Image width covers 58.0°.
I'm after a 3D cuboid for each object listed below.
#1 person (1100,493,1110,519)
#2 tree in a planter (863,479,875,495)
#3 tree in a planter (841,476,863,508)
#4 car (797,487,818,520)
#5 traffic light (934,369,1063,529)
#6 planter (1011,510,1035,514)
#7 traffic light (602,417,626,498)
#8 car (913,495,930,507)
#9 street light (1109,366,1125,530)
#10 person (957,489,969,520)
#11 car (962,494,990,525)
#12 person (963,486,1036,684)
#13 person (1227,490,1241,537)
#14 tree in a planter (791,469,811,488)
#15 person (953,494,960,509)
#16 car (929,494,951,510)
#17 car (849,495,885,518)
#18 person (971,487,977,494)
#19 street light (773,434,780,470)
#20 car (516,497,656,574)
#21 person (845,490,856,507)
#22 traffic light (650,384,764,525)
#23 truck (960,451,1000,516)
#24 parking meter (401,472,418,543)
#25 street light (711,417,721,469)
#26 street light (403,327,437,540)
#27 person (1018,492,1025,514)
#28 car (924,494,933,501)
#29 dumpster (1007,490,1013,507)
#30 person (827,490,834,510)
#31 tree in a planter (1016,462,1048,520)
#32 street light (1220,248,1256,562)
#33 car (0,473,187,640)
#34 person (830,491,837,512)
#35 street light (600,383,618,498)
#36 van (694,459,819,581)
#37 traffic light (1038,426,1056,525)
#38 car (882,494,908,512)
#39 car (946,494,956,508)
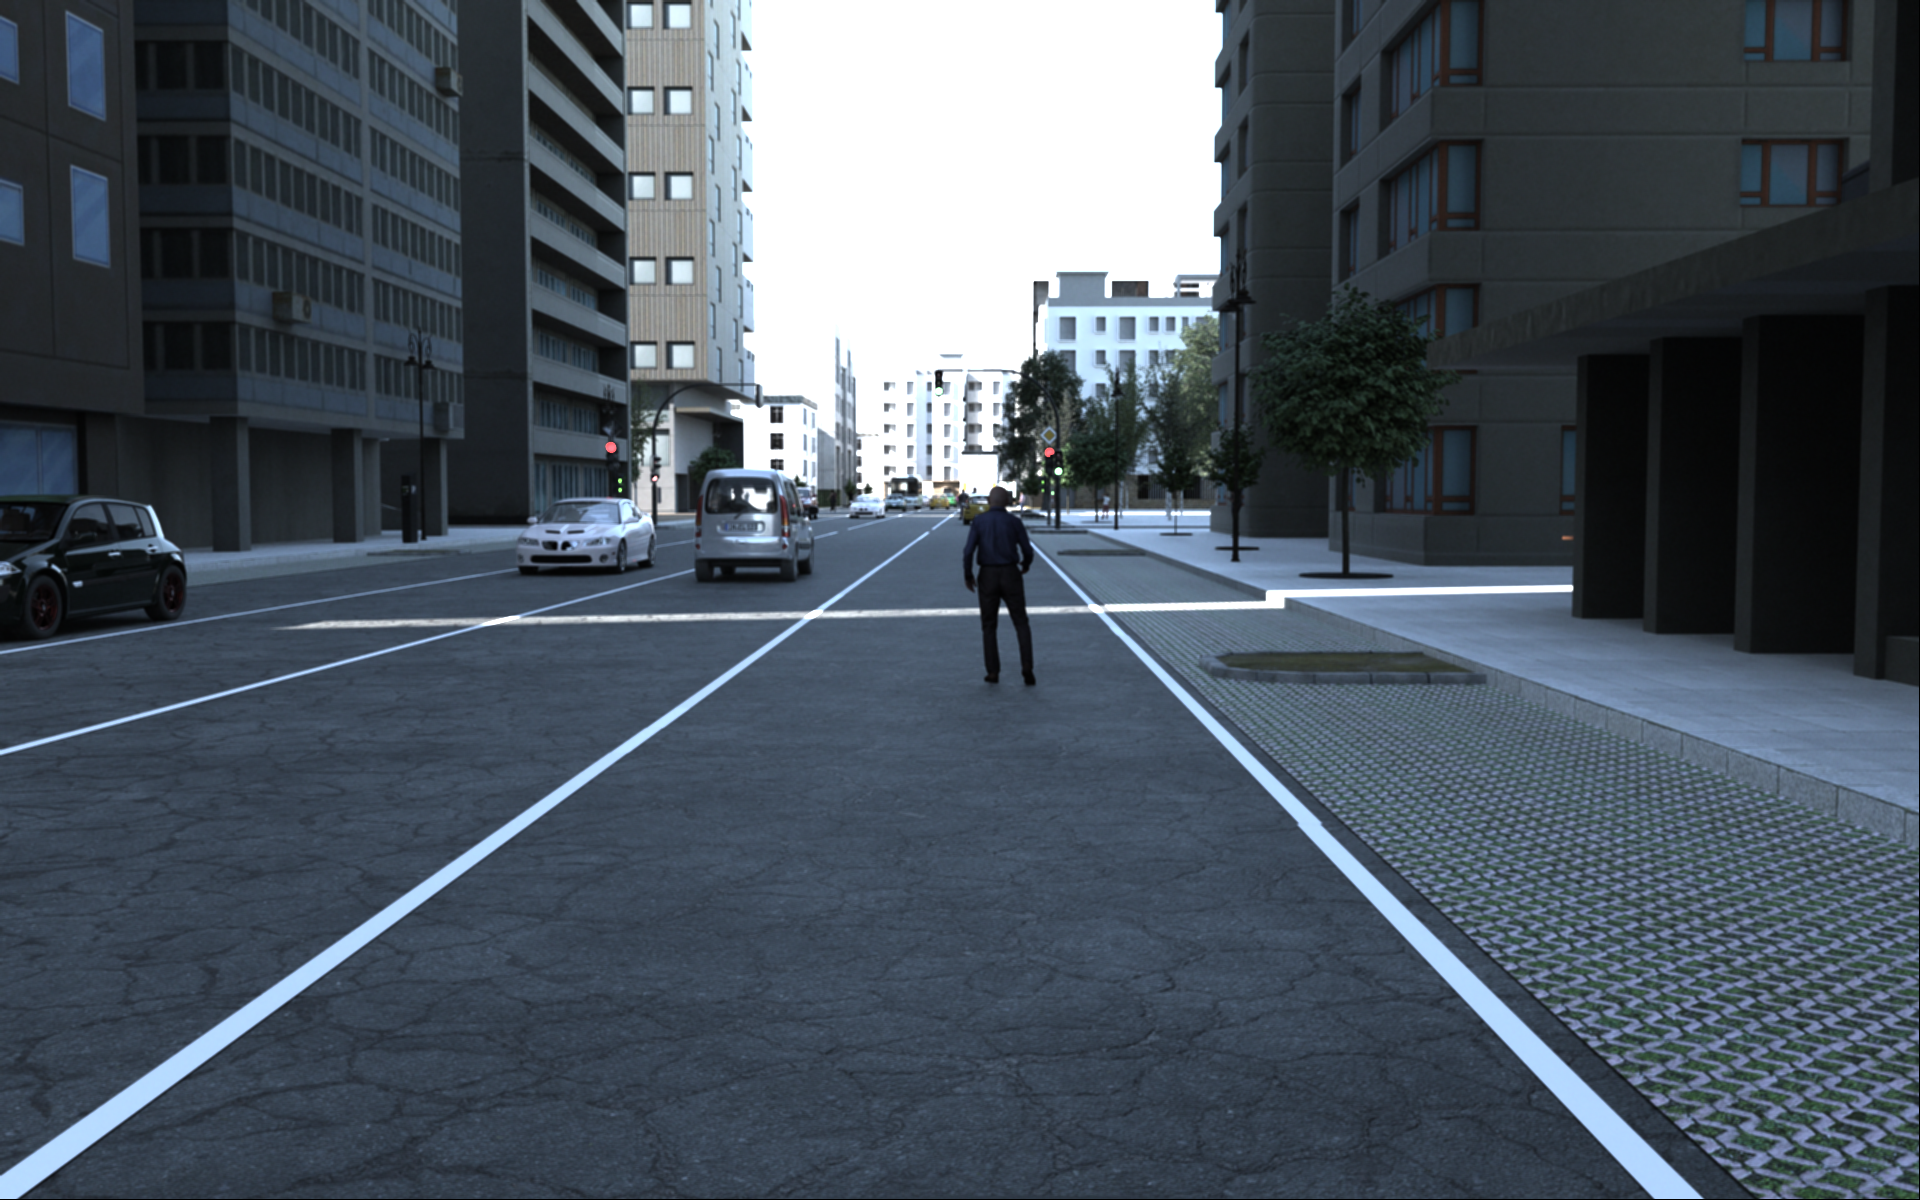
[{"bbox_3d":[7.460,-4.830,88.924,0.435,1.345,0.340,-2,4,-31],"label":"person"},{"bbox_3d":[-10.662,-12.437,200.574,1.991,3.239,1.994,0,4,1],"label":"tree in a planter"},{"bbox_3d":[-11.008,-10.762,173.181,1.991,3.239,1.994,0,4,1],"label":"tree in a planter"},{"bbox_3d":[-9.159,-5.443,97.661,2.281,1.827,5.304,0,4,0],"label":"car"},{"bbox_3d":[1.454,-5.406,63.060,4.771,5.953,1.251,0,4,1],"label":"traffic light"},{"bbox_3d":[4.329,-6.222,122.871,1.991,0.319,1.994,0,4,1],"label":"planter"},{"bbox_3d":[-12.673,-4.553,63.363,0.839,4.253,0.868,0,4,1],"label":"traffic light"},{"bbox_3d":[-4.448,-11.407,198.867,2.083,1.381,4.827,0,4,2],"label":"car"},{"bbox_3d":[5.644,-5.480,62.389,0.468,5.910,1.993,0,4,1],"label":"street light"},{"bbox_3d":[0.163,-5.379,97.271,0.655,1.722,0.431,-1,4,-22],"label":"person"},{"bbox_3d":[1.057,-4.391,82.010,2.015,1.641,3.980,0,4,3],"label":"car"},{"bbox_3d":[0.374,-0.124,13.217,0.574,1.496,0.600,2,4,24],"label":"person"},{"bbox_3d":[8.160,-2.696,51.588,0.415,1.643,0.593,0,4,-6],"label":"person"},{"bbox_3d":[-11.629,-7.739,123.753,1.991,3.239,1.994,0,4,1],"label":"tree in a planter"},{"bbox_3d":[-0.162,-9.748,171.108,0.991,1.433,0.599,0,4,-3],"label":"person"},{"bbox_3d":[-1.872,-9.209,160.789,2.015,1.641,3.980,0,4,2],"label":"car"},{"bbox_3d":[-5.529,-5.585,103.680,2.083,1.381,4.827,0,4,3],"label":"car"},{"bbox_3d":[0.780,-5.134,92.574,0.434,1.807,0.598,2,4,26],"label":"person"},{"bbox_3d":[-13.887,-9.678,131.029,0.468,5.910,1.993,0,4,1],"label":"street light"},{"bbox_3d":[-6.946,-1.233,32.528,2.083,1.381,4.827,0,4,1],"label":"car"},{"bbox_3d":[-10.209,-9.408,162.328,1.348,1.822,0.705,1,4,20],"label":"person"},{"bbox_3d":[-10.479,-5.914,71.356,4.771,5.953,1.251,0,4,1],"label":"traffic light"},{"bbox_3d":[1.329,-7.869,117.575,2.839,4.237,11.283,0,4,1],"label":"truck"},{"bbox_3d":[-14.439,-2.428,45.416,0.255,1.863,0.399,1,4,15],"label":"parking meter"},{"bbox_3d":[-14.250,-7.886,101.730,0.468,5.910,1.993,0,4,1],"label":"street light"},{"bbox_3d":[-14.948,-4.606,48.094,0.468,5.910,1.993,0,4,1],"label":"street light"},{"bbox_3d":[3.994,-6.200,111.835,0.435,1.587,0.963,1,4,18],"label":"person"},{"bbox_3d":[-4.010,-12.929,221.606,2.015,1.641,3.980,0,4,1],"label":"car"},{"bbox_3d":[4.878,-10.955,187.334,1.865,1.857,1.264,0,4,-1],"label":"dumpster"},{"bbox_3d":[-11.379,-8.884,153.758,0.705,1.823,1.348,2,4,27],"label":"person"},{"bbox_3d":[3.999,-6.032,95.840,1.991,3.239,1.994,0,4,1],"label":"tree in a planter"},{"bbox_3d":[5.242,-3.670,32.784,0.468,5.910,1.993,0,4,1],"label":"street light"},{"bbox_3d":[-9.798,-0.518,18.259,2.009,1.686,4.222,0,4,2],"label":"car"},{"bbox_3d":[-9.967,-7.738,136.480,0.415,1.643,0.593,3,5,42],"label":"person"},{"bbox_3d":[-14.650,-6.094,72.431,0.468,5.910,1.993,0,4,1],"label":"street light"},{"bbox_3d":[-3.489,-1.392,29.777,2.013,2.044,4.112,0,4,1],"label":"van"},{"bbox_3d":[3.648,-5.030,71.160,0.839,4.253,0.868,0,4,1],"label":"traffic light"},{"bbox_3d":[-5.362,-8.003,142.654,2.131,1.459,4.920,0,4,0],"label":"car"},{"bbox_3d":[-1.253,-10.537,181.082,1.959,1.807,4.718,0,3,0],"label":"car"}]
